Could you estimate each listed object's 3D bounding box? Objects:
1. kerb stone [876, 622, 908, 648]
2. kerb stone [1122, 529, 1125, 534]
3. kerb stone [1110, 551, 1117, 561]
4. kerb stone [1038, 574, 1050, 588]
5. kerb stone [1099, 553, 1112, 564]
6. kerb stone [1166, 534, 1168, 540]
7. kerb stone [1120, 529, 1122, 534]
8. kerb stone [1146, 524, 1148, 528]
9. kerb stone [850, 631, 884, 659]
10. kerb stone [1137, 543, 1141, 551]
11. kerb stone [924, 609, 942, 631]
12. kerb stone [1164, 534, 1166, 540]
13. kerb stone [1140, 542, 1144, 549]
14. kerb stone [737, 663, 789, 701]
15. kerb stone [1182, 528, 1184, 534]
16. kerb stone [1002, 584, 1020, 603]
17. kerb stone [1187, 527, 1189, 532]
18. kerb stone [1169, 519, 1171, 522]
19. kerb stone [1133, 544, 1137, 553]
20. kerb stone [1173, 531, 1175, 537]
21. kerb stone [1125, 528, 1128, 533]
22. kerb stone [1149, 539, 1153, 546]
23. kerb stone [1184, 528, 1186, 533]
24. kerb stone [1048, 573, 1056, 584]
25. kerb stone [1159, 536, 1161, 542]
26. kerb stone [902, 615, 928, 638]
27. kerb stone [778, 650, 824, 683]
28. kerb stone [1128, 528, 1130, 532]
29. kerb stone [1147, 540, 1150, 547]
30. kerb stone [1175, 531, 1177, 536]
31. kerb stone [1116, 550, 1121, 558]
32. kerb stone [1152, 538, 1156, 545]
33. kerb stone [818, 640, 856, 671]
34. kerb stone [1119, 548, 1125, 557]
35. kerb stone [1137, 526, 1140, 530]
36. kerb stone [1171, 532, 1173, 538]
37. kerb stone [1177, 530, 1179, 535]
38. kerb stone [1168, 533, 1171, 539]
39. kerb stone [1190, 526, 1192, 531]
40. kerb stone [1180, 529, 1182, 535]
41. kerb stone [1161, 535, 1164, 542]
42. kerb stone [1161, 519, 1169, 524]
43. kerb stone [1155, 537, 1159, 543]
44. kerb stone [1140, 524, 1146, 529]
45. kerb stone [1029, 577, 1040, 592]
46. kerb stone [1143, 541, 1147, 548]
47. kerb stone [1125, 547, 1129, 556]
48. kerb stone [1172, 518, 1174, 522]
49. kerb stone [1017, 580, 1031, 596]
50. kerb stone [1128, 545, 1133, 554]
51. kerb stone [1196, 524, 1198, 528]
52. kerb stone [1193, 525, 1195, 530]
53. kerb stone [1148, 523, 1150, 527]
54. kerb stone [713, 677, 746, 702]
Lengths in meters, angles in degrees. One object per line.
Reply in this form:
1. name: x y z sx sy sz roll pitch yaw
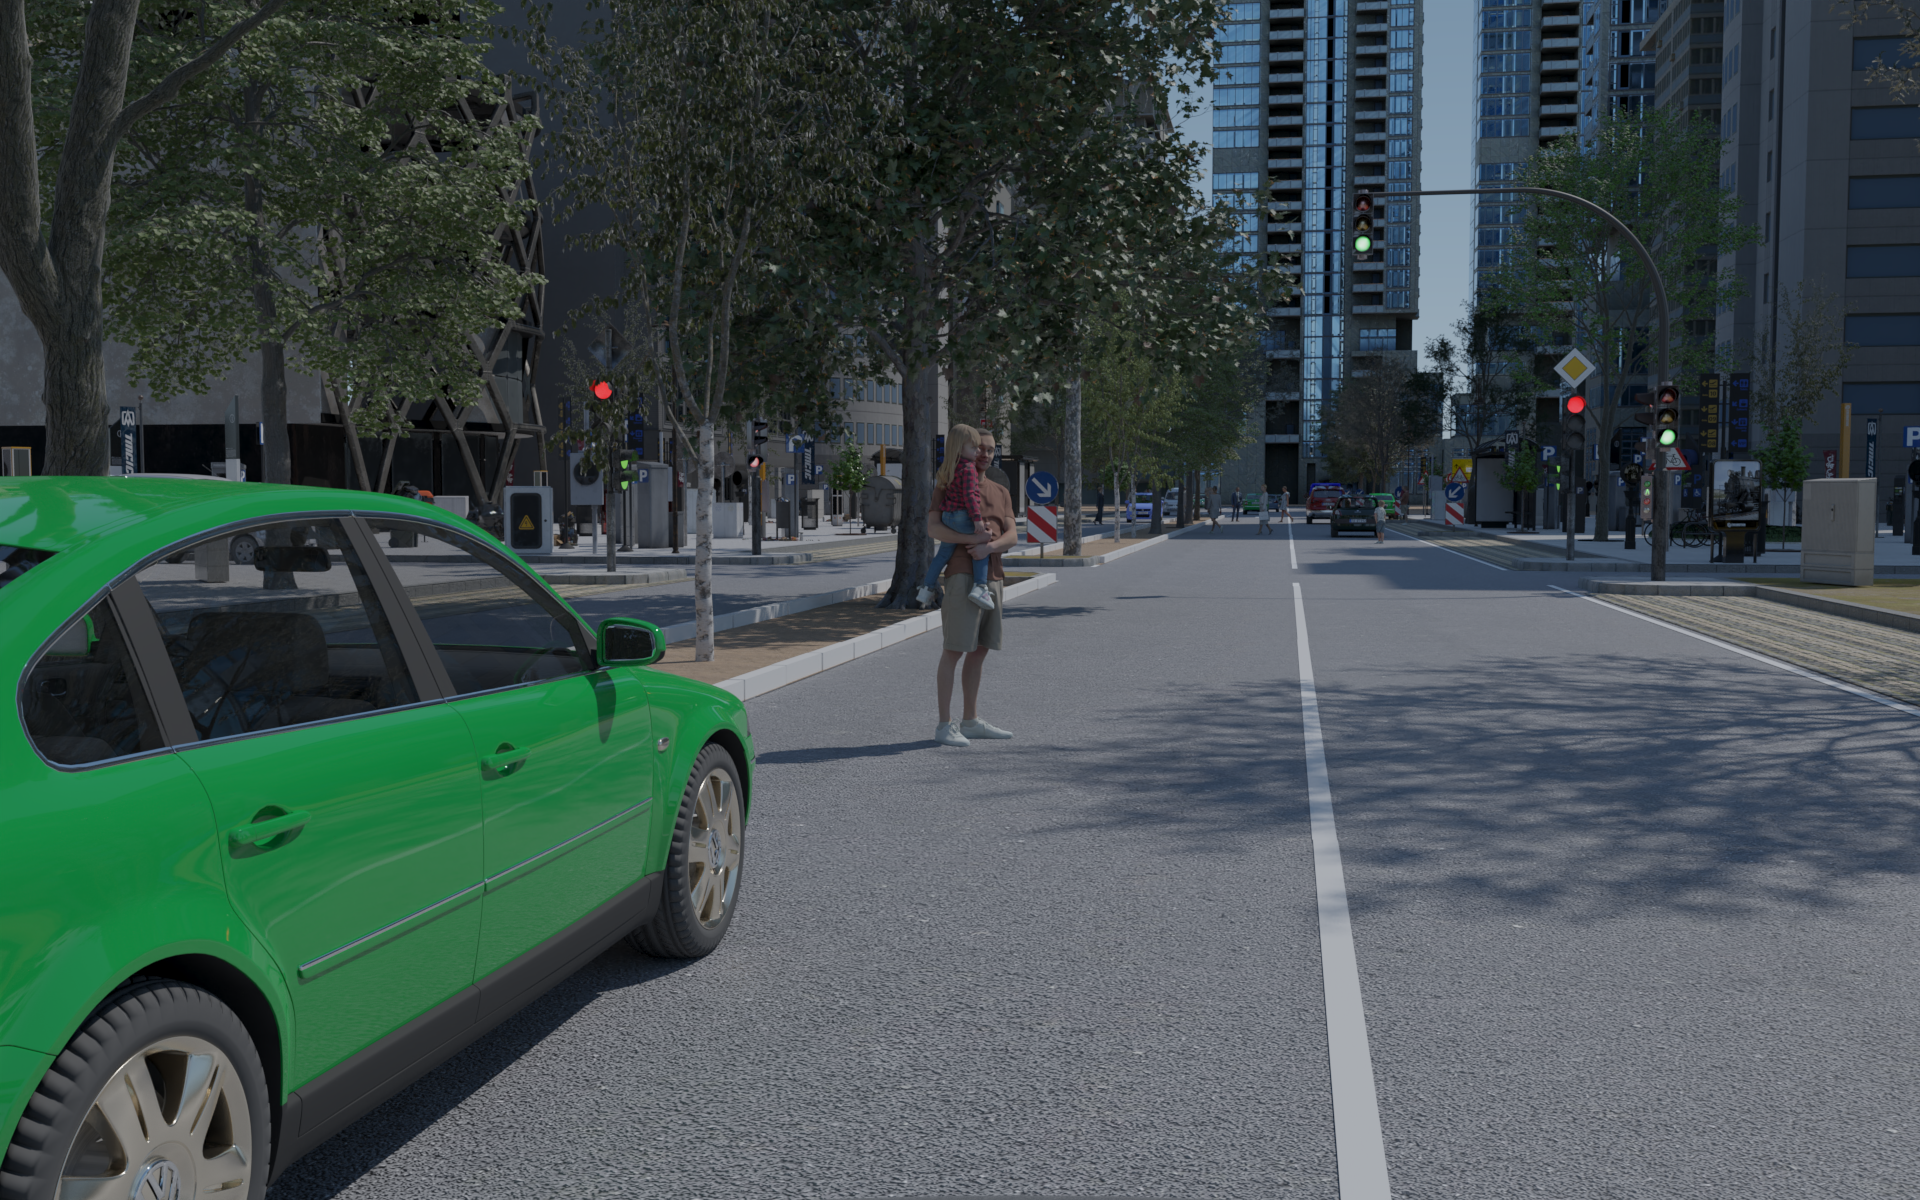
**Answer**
1. kerb stone: -0.686 0.347 16.525 0.120 0.150 1.000 1 4 11
2. kerb stone: 5.698 -2.419 61.738 0.120 0.150 1.000 1 4 11
3. kerb stone: 3.202 -0.915 37.167 0.120 0.150 1.000 1 4 11
4. kerb stone: 1.211 -0.269 26.588 0.120 0.150 1.000 1 4 11
5. kerb stone: 3.011 -0.854 36.163 0.120 0.150 1.000 1 4 11
6. kerb stone: 6.234 -1.900 53.293 0.120 0.150 1.000 1 4 11
7. kerb stone: 5.499 -2.357 60.726 0.120 0.150 1.000 1 4 11
8. kerb stone: 7.592 -3.035 71.820 0.120 0.150 1.000 1 4 11
9. kerb stone: -0.878 0.413 15.505 0.120 0.150 1.000 1 4 11
10. kerb stone: 4.350 -1.287 43.231 0.120 0.150 1.000 1 4 11
11. kerb stone: -0.305 0.223 18.544 0.120 0.150 1.000 1 4 11
12. kerb stone: 6.054 -1.839 52.287 0.120 0.150 1.000 1 4 11
13. kerb stone: 4.532 -1.348 44.238 0.120 0.150 1.000 1 4 11
14. kerb stone: -1.452 0.594 12.478 0.120 0.150 1.000 1 4 11
15. kerb stone: 7.753 -2.390 61.346 0.120 0.150 1.000 1 4 11
16. kerb stone: 0.645 -0.084 23.574 0.120 0.150 1.000 1 4 11
17. kerb stone: 8.322 -2.580 64.374 0.120 0.150 1.000 1 4 11
18. kerb stone: 10.254 -3.895 85.931 0.120 0.150 1.000 1 4 11
19. kerb stone: 4.154 -1.225 42.225 0.120 0.150 1.000 1 4 11
20. kerb stone: 6.806 -2.087 56.310 0.120 0.150 1.000 1 4 11
21. kerb stone: 5.883 -2.479 62.743 0.120 0.150 1.000 1 4 11
22. kerb stone: 5.098 -1.533 47.252 0.120 0.150 1.000 1 4 11
23. kerb stone: 7.944 -2.454 62.357 0.120 0.150 1.000 1 4 11
24. kerb stone: 1.400 -0.327 27.594 0.120 0.150 1.000 1 4 11
25. kerb stone: 5.668 -1.717 50.273 0.120 0.150 1.000 1 4 11
26. kerb stone: -0.508 0.285 17.532 0.120 0.150 1.000 1 4 11
27. kerb stone: -1.269 0.532 13.492 0.120 0.150 1.000 1 4 11
28. kerb stone: 6.074 -2.542 63.762 0.120 0.150 1.000 1 4 11
29. kerb stone: 4.908 -1.471 46.248 0.120 0.150 1.000 1 4 11
30. kerb stone: 7.000 -2.147 57.323 0.120 0.150 1.000 1 4 11
31. kerb stone: 3.385 -0.977 38.179 0.120 0.150 1.000 1 4 11
32. kerb stone: 5.289 -1.593 48.256 0.120 0.150 1.000 1 4 11
33. kerb stone: -1.072 0.471 14.498 0.120 0.150 1.000 1 4 11
34. kerb stone: 3.578 -1.040 39.193 0.120 0.150 1.000 1 4 11
35. kerb stone: 6.835 -2.786 67.786 0.120 0.150 1.000 1 4 11
36. kerb stone: 6.616 -2.025 55.304 0.120 0.150 1.000 1 4 11
37. kerb stone: 7.184 -2.210 58.328 0.120 0.150 1.000 1 4 11
38. kerb stone: 6.428 -1.963 54.297 0.120 0.150 1.000 1 4 11
39. kerb stone: 8.704 -2.704 66.399 0.120 0.150 1.000 1 4 11
40. kerb stone: 7.570 -2.333 60.336 0.120 0.150 1.000 1 4 11
41. kerb stone: 5.858 -1.779 51.283 0.120 0.150 1.000 1 4 11
42. kerb stone: 10.054 -3.836 84.919 0.120 0.150 1.000 1 4 11
43. kerb stone: 5.478 -1.655 49.261 0.120 0.150 1.000 1 4 11
44. kerb stone: 7.403 -2.967 70.801 0.120 0.150 1.000 1 4 11
45. kerb stone: 1.017 -0.205 25.585 0.120 0.150 1.000 1 4 11
46. kerb stone: 4.721 -1.401 45.243 0.120 0.150 1.000 1 4 11
47. kerb stone: 3.768 -1.102 40.210 0.120 0.150 1.000 1 4 11
48. kerb stone: 10.627 -4.021 87.945 0.120 0.150 1.000 1 4 11
49. kerb stone: 0.834 -0.146 24.579 0.120 0.150 1.000 1 4 11
50. kerb stone: 3.959 -1.163 41.219 0.120 0.150 1.000 1 4 11
51. kerb stone: 9.471 -2.943 70.432 0.120 0.150 1.000 1 4 11
52. kerb stone: 9.081 -2.825 68.414 0.120 0.150 1.000 1 4 11
53. kerb stone: 7.781 -3.097 72.826 0.120 0.150 1.000 1 4 11
54. kerb stone: -1.643 0.657 11.473 0.120 0.150 1.000 1 4 11
